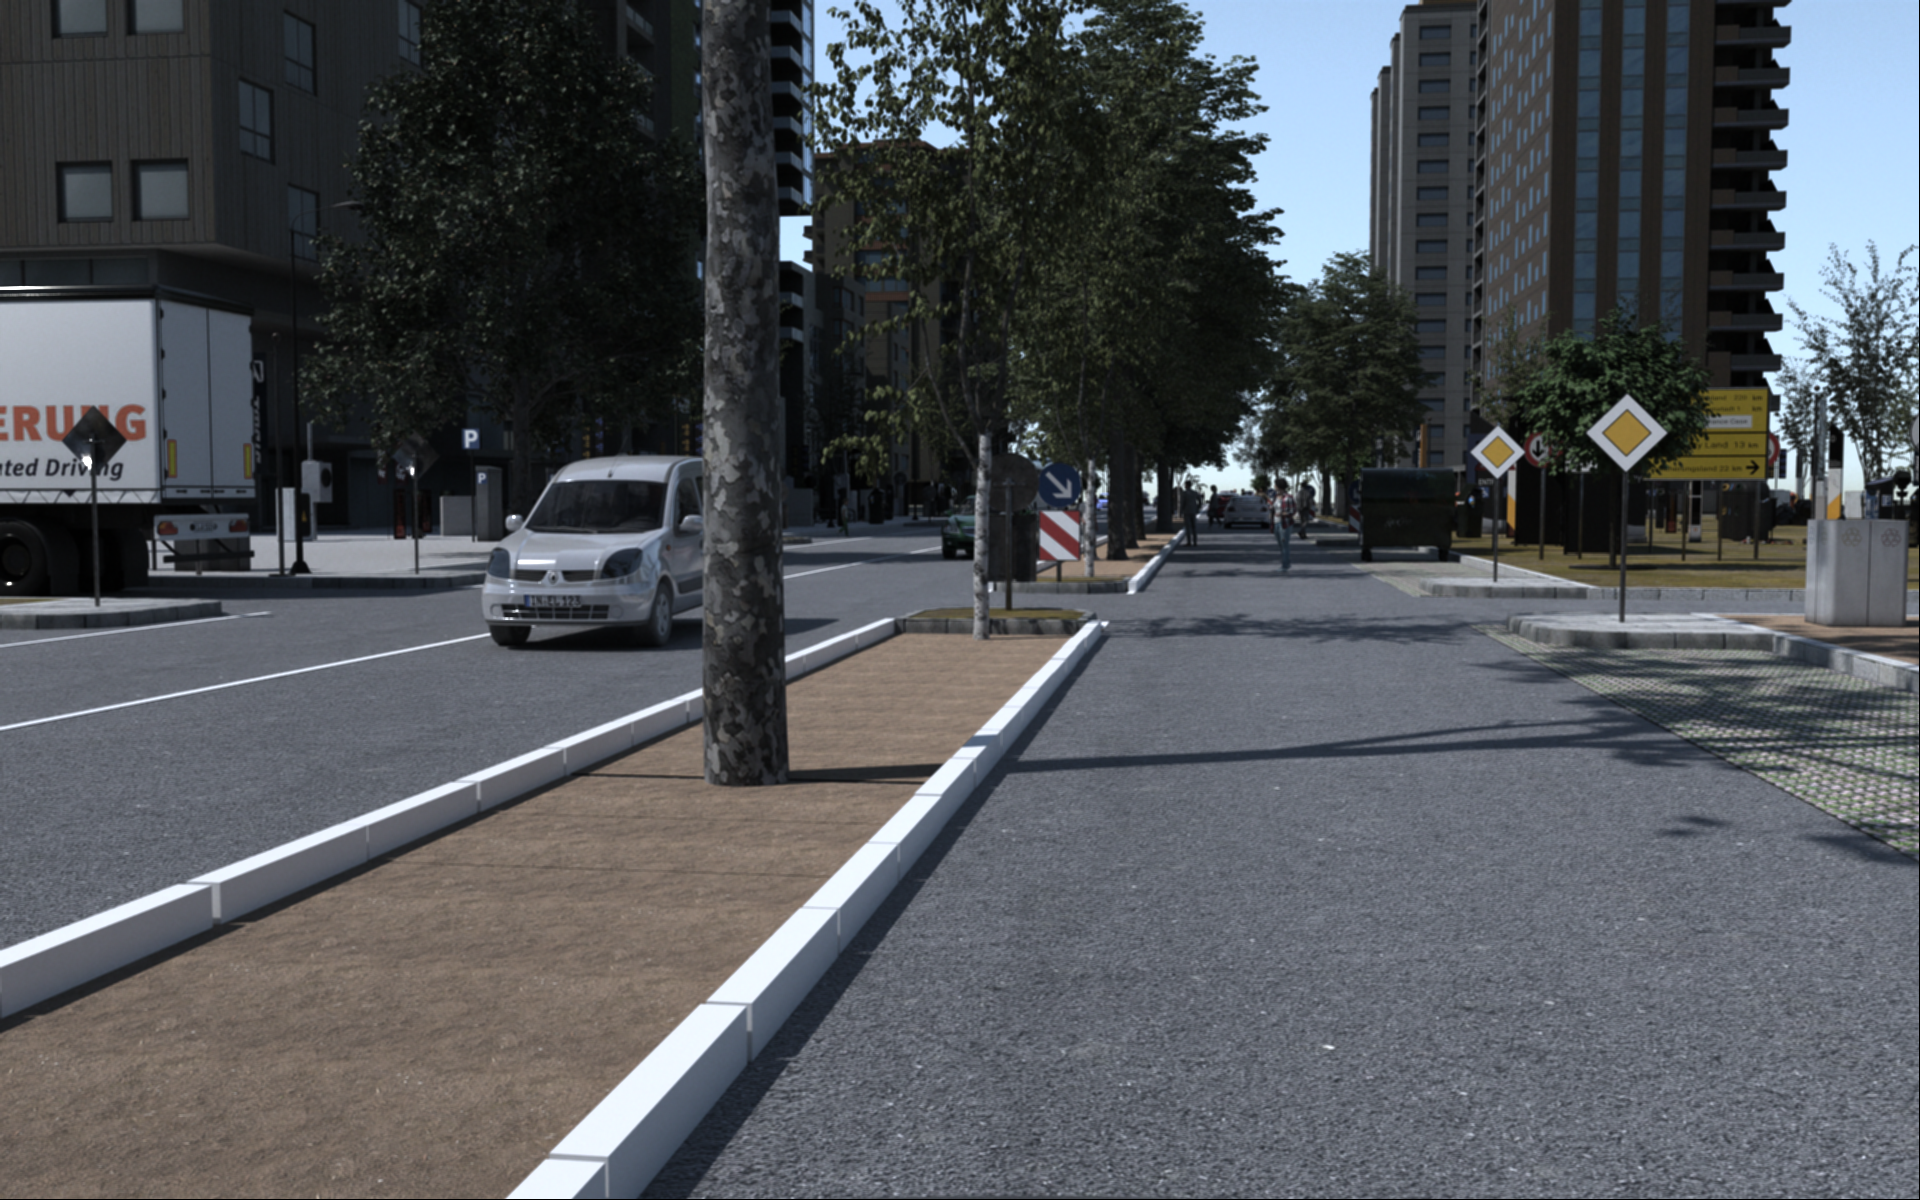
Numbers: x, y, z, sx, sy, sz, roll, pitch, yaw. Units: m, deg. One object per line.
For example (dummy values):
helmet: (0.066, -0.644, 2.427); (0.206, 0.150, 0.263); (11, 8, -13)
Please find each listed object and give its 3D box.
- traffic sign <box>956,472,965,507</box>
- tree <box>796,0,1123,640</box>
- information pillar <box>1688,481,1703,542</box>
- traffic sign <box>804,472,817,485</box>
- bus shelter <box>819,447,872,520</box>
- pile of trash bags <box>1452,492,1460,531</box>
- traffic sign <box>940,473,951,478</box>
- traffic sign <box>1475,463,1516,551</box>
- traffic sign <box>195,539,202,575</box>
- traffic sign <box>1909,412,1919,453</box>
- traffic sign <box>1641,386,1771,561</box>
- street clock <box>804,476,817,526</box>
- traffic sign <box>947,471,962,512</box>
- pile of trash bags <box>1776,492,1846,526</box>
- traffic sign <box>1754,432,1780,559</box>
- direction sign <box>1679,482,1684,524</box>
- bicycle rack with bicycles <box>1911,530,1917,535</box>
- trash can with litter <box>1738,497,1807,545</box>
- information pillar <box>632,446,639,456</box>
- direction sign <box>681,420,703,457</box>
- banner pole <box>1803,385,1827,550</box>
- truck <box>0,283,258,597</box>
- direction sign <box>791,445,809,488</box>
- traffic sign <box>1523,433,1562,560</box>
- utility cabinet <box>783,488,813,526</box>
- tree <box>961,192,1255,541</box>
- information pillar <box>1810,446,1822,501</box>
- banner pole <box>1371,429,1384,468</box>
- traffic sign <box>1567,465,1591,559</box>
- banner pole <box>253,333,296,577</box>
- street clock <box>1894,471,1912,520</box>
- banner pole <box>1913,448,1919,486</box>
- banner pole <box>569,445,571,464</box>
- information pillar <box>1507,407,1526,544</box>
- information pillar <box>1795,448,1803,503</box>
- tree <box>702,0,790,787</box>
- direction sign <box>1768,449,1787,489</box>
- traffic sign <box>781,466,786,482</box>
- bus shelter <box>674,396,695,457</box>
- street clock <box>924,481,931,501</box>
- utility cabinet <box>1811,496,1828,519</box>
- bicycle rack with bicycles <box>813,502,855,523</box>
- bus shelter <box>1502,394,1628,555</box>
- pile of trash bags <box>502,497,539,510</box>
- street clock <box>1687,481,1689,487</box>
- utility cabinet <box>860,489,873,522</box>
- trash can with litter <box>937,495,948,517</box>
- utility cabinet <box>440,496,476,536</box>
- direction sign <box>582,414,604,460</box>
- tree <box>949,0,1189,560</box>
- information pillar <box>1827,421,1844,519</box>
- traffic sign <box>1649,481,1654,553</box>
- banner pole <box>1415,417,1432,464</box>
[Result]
traffic sign: (-0.064, -6.201, 101.498); (0.768, 2.556, 0.104); (1, 4, 14)
tree: (0.205, -3.922, 16.948); (4.737, 8.622, 4.395); (0, 3, 0)
information pillar: (19.638, -2.554, 46.246); (0.304, 2.012, 0.304); (1, 4, 15)
traffic sign: (-6.807, -4.700, 78.979); (0.606, 2.300, 0.079); (1, 4, 9)
bus shelter: (-5.723, -5.974, 88.965); (1.731, 3.624, 6.357); (1, 4, 8)
pile of trash bags: (17.096, -3.083, 60.166); (3.447, 1.369, 1.912); (0, 4, 0)
traffic sign: (-0.856, -6.228, 101.936); (0.768, 2.556, 0.104); (1, 4, 12)
traffic sign: (11.984, -2.374, 38.825); (0.884, 2.594, 0.081); (1, 4, 15)
traffic sign: (-12.039, -1.664, 27.318); (0.768, 2.556, 0.104); (1, 4, 10)
traffic sign: (14.014, -1.515, 24.882); (0.768, 2.556, 0.104); (1, 4, 14)
traffic sign: (14.203, -2.397, 33.068); (2.265, 3.308, 0.079); (1, 4, 13)
street clock: (-5.962, -3.954, 69.211); (0.471, 2.002, 0.358); (2, 4, 28)
traffic sign: (-0.315, -6.053, 98.968); (0.884, 2.594, 0.081); (1, 4, 11)
pile of trash bags: (33.743, -3.701, 70.265); (3.447, 1.369, 1.912); (-1, 4, -16)
traffic sign: (15.805, -2.092, 34.313); (0.768, 2.556, 0.104); (1, 4, 12)
direction sign: (31.105, -5.038, 74.371); (0.379, 3.537, 0.876); (3, 4, 38)
bicycle rack with bicycles: (30.990, -2.435, 53.193); (2.852, 0.926, 2.925); (0, 4, -7)
trash can with litter: (20.977, -2.036, 44.353); (2.233, 1.210, 1.678); (1, 4, 10)
information pillar: (-15.881, -5.705, 84.634); (0.183, 3.616, 0.504); (3, 4, 36)
direction sign: (-8.209, -3.748, 53.279); (0.876, 3.537, 0.379); (2, 4, 30)
banner pole: (19.896, -3.065, 40.137); (0.863, 3.779, 0.401); (-3, 5, -44)
truck: (-16.027, -2.206, 24.986); (11.283, 4.237, 2.839); (0, 4, 8)
direction sign: (-7.374, -5.375, 79.879); (0.876, 3.537, 0.379); (1, 4, 16)
traffic sign: (11.363, -2.059, 33.769); (0.768, 2.556, 0.104); (1, 4, 10)
utility cabinet: (-6.401, -3.653, 68.412); (1.173, 1.500, 0.318); (1, 4, 13)
tree: (5.434, -7.640, 53.130); (9.928, 11.665, 9.643); (0, 3, 0)
information pillar: (38.317, -5.268, 77.479); (0.504, 3.616, 0.183); (1, 4, 20)
banner pole: (15.869, -4.650, 66.048); (0.401, 3.779, 0.863); (-2, 4, -26)
traffic sign: (12.182, -1.947, 33.970); (0.606, 2.300, 0.079); (1, 4, 13)
banner pole: (-10.833, -2.260, 26.962); (0.863, 3.779, 0.401); (0, 4, -3)
street clock: (29.335, -3.020, 53.947); (0.471, 2.002, 0.358); (0, 4, -7)
banner pole: (37.364, -4.734, 67.415); (0.401, 3.779, 0.863); (0, 4, -6)
banner pole: (-13.486, -4.276, 59.934); (0.401, 3.779, 0.863); (-1, 4, -16)
information pillar: (14.250, -3.239, 44.313); (0.183, 3.616, 0.504); (-2, 4, -33)
information pillar: (42.609, -5.907, 87.928); (0.504, 3.616, 0.183); (-2, 4, -34)
tree: (0.011, -9.092, 6.993); (12.611, 20.169, 13.585); (0, 3, 0)
direction sign: (40.962, -5.806, 86.928); (0.876, 3.537, 0.379); (1, 4, 21)
traffic sign: (-8.167, -4.747, 77.715); (0.768, 2.556, 0.104); (1, 4, 10)
bus shelter: (-8.891, -5.296, 64.216); (2.179, 5.291, 8.768); (1, 4, 8)
street clock: (-1.820, -5.782, 99.104); (0.471, 2.002, 0.358); (-1, 4, -13)
utility cabinet: (34.114, -3.512, 68.575); (0.306, 1.237, 1.020); (0, 4, -2)
bicycle rack with bicycles: (-5.880, -3.870, 76.661); (2.925, 0.926, 2.852); (-1, 4, -14)
bus shelter: (13.683, -2.941, 39.372); (1.731, 3.624, 6.357); (1, 4, 8)
pile of trash bags: (-15.871, -3.450, 66.159); (3.447, 1.369, 1.912); (-2, 4, -31)
street clock: (28.715, -3.878, 67.970); (0.471, 2.002, 0.358); (-2, 4, -27)
utility cabinet: (-4.711, -4.810, 87.324); (0.318, 1.500, 1.173); (1, 4, 15)
trash can with litter: (-1.377, -5.193, 95.970); (2.233, 1.210, 1.678); (-1, 4, -15)
utility cabinet: (-15.379, -2.563, 53.069); (1.020, 1.237, 0.306); (-2, 4, -35)
direction sign: (-10.413, -3.499, 49.201); (0.876, 3.537, 0.379); (2, 4, 35)
tree: (3.439, -7.111, 36.857); (7.486, 12.596, 7.792); (0, 3, 0)
information pillar: (28.132, -3.934, 55.679); (0.183, 3.616, 0.504); (-2, 4, -25)
traffic sign: (15.017, -2.299, 37.588); (0.884, 2.594, 0.081); (1, 4, 18)
banner pole: (15.106, -4.061, 56.414); (0.401, 3.779, 0.863); (-2, 4, -27)
